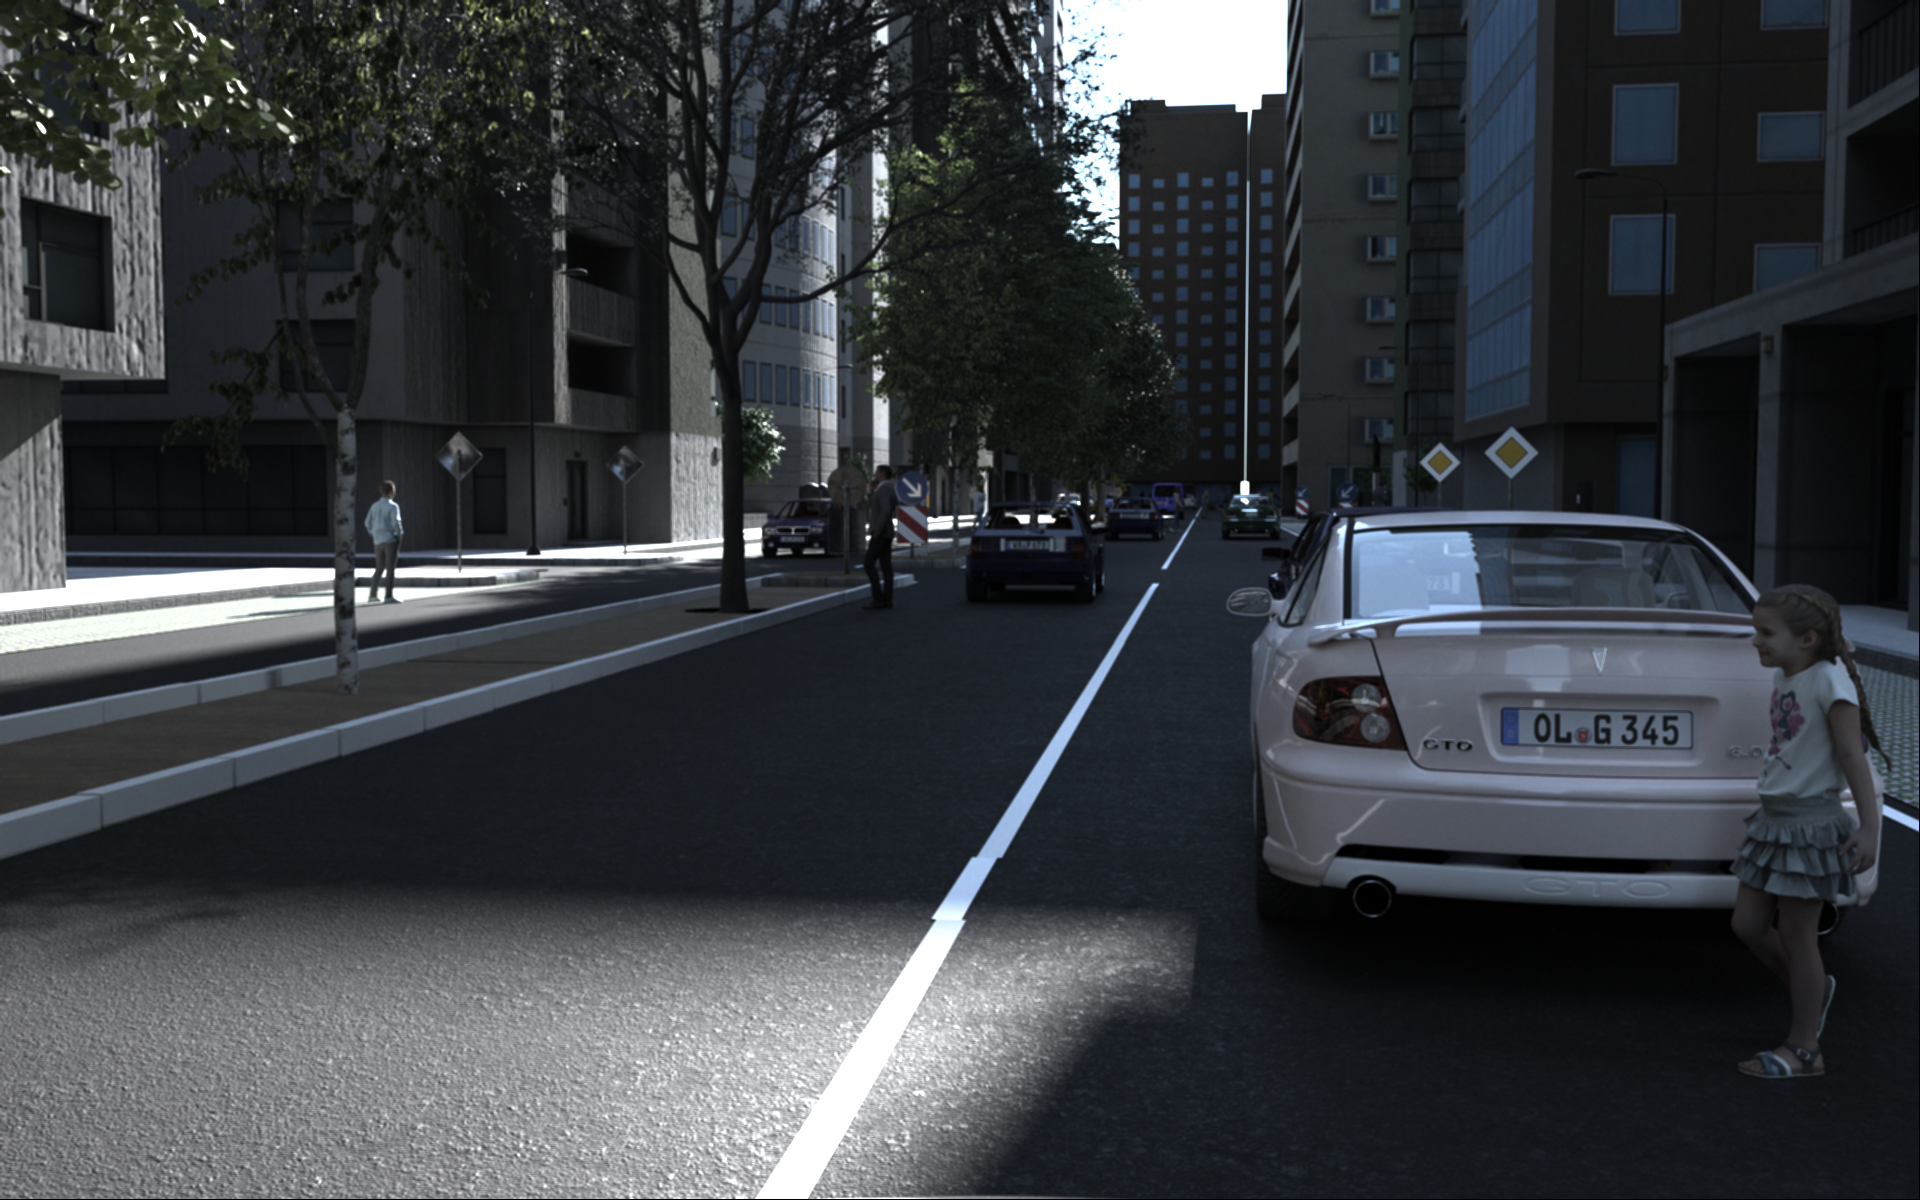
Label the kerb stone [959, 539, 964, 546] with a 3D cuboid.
[{"bbox_3d":[-0.099,-1.536,47.306,0.120,0.150,1.000,1,4,8],"label":"kerb stone"}]

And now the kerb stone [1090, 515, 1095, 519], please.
[{"bbox_3d":[7.954,-4.949,103.125,0.120,0.150,1.000,1,4,8],"label":"kerb stone"}]

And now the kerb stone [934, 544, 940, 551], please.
[{"bbox_3d":[-0.686,-1.285,43.241,0.120,0.150,1.000,1,4,8],"label":"kerb stone"}]

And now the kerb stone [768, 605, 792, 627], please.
[{"bbox_3d":[-2.052,0.193,19.079,0.120,0.150,1.000,1,4,8],"label":"kerb stone"}]

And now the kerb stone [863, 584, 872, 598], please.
[{"bbox_3d":[-1.317,-0.120,24.150,0.120,0.150,1.000,1,4,8],"label":"kerb stone"}]

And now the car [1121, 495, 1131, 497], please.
[{"bbox_3d":[16.627,-9.933,174.981,1.945,1.354,3.894,0,4,7],"label":"car"}]

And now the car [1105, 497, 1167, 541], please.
[{"bbox_3d":[5.519,-2.566,54.530,1.945,1.354,3.894,1,4,9],"label":"car"}]

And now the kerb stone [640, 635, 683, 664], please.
[{"bbox_3d":[-2.633,0.439,15.025,0.120,0.150,1.000,1,4,8],"label":"kerb stone"}]

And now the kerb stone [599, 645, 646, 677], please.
[{"bbox_3d":[-2.783,0.505,14.014,0.120,0.150,1.000,1,4,8],"label":"kerb stone"}]

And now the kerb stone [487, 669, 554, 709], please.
[{"bbox_3d":[-3.077,0.624,11.991,0.120,0.150,1.000,1,4,8],"label":"kerb stone"}]

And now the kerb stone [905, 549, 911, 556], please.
[{"bbox_3d":[-1.277,-1.038,39.187,0.120,0.150,1.000,1,4,8],"label":"kerb stone"}]

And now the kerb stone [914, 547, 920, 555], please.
[{"bbox_3d":[-1.121,-1.101,40.197,0.120,0.150,1.000,1,4,8],"label":"kerb stone"}]

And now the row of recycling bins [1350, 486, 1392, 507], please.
[{"bbox_3d":[20.424,-4.701,83.973,3.534,1.692,1.069,2,4,35],"label":"row of recycling bins"}]

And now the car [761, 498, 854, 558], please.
[{"bbox_3d":[-3.413,-1.700,40.381,1.945,1.354,3.894,1,4,9],"label":"car"}]

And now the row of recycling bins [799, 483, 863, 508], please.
[{"bbox_3d":[-5.106,-3.620,66.299,1.069,1.692,3.534,2,4,25],"label":"row of recycling bins"}]

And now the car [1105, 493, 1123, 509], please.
[{"bbox_3d":[14.833,-9.631,167.056,1.945,1.707,3.694,1,4,9],"label":"car"}]

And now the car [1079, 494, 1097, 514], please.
[{"bbox_3d":[9.305,-7.199,127.932,2.015,1.641,3.980,1,4,10],"label":"car"}]

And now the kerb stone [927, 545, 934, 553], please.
[{"bbox_3d":[-0.832,-1.225,42.225,0.120,0.150,1.000,1,4,8],"label":"kerb stone"}]

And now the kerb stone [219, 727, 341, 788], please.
[{"bbox_3d":[-3.515,0.812,8.944,0.120,0.150,1.000,1,4,8],"label":"kerb stone"}]

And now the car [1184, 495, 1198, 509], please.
[{"bbox_3d":[21.297,-9.213,162.992,2.083,1.381,4.827,1,4,10],"label":"car"}]

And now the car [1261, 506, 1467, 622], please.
[{"bbox_3d":[3.575,-0.132,14.733,1.945,1.354,3.894,0,4,7],"label":"car"}]

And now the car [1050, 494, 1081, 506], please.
[{"bbox_3d":[6.545,-5.653,104.222,2.131,1.459,4.920,0,4,8],"label":"car"}]

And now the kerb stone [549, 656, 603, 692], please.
[{"bbox_3d":[-2.927,0.563,13.001,0.120,0.150,1.000,1,4,8],"label":"kerb stone"}]

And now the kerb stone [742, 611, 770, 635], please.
[{"bbox_3d":[-2.197,0.253,18.067,0.120,0.150,1.000,1,4,8],"label":"kerb stone"}]

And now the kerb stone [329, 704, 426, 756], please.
[{"bbox_3d":[-3.364,0.749,9.954,0.120,0.150,1.000,1,4,8],"label":"kerb stone"}]

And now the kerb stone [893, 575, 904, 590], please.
[{"bbox_3d":[-1.029,-0.244,26.192,0.120,0.150,1.000,1,4,8],"label":"kerb stone"}]

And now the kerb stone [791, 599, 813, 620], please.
[{"bbox_3d":[-1.908,0.129,20.093,0.120,0.150,1.000,1,4,8],"label":"kerb stone"}]

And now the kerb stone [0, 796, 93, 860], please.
[{"bbox_3d":[-3.803,0.942,6.916,0.120,0.150,1.000,1,4,8],"label":"kerb stone"}]

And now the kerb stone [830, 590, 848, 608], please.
[{"bbox_3d":[-1.622,0.005,22.117,0.120,0.150,1.000,1,4,8],"label":"kerb stone"}]

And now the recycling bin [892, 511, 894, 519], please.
[{"bbox_3d":[-3.665,-4.759,90.358,0.722,1.027,0.722,0,4,3],"label":"recycling bin"}]

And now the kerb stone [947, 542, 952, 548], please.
[{"bbox_3d":[-0.397,-1.411,45.265,0.120,0.150,1.000,1,4,8],"label":"kerb stone"}]

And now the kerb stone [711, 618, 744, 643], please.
[{"bbox_3d":[-2.348,0.315,17.052,0.120,0.150,1.000,1,4,8],"label":"kerb stone"}]

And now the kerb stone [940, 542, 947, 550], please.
[{"bbox_3d":[-0.537,-1.347,44.253,0.120,0.150,1.000,1,4,8],"label":"kerb stone"}]

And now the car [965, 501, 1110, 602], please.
[{"bbox_3d":[1.113,-0.720,24.346,1.945,1.354,3.894,0,4,7],"label":"car"}]

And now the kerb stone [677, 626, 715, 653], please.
[{"bbox_3d":[-2.492,0.377,16.037,0.120,0.150,1.000,1,4,8],"label":"kerb stone"}]

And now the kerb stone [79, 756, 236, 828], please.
[{"bbox_3d":[-3.663,0.874,7.928,0.120,0.150,1.000,1,4,8],"label":"kerb stone"}]

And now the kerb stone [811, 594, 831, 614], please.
[{"bbox_3d":[-1.765,0.067,21.105,0.120,0.150,1.000,1,4,8],"label":"kerb stone"}]

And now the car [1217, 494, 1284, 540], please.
[{"bbox_3d":[9.378,-2.697,55.900,2.131,1.459,4.920,1,4,9],"label":"car"}]

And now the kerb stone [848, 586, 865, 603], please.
[{"bbox_3d":[-1.462,-0.052,23.127,0.120,0.150,1.000,1,4,8],"label":"kerb stone"}]

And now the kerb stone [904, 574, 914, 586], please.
[{"bbox_3d":[-0.871,-0.303,27.206,0.120,0.150,1.000,1,4,8],"label":"kerb stone"}]

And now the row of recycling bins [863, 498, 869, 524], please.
[{"bbox_3d":[-3.955,-4.260,76.769,1.069,1.692,3.534,1,4,11],"label":"row of recycling bins"}]

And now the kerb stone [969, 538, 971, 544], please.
[{"bbox_3d":[0.196,-1.657,49.340,0.120,0.150,1.000,1,4,8],"label":"kerb stone"}]

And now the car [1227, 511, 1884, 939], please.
[{"bbox_3d":[2.134,0.324,7.066,2.083,1.381,4.827,1,4,9],"label":"car"}]

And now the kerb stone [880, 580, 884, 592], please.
[{"bbox_3d":[-1.171,-0.179,25.170,0.120,0.150,1.000,1,4,8],"label":"kerb stone"}]

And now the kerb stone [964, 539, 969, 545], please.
[{"bbox_3d":[0.050,-1.598,48.328,0.120,0.150,1.000,1,4,8],"label":"kerb stone"}]

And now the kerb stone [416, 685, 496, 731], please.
[{"bbox_3d":[-3.218,0.686,10.974,0.120,0.150,1.000,1,4,8],"label":"kerb stone"}]
